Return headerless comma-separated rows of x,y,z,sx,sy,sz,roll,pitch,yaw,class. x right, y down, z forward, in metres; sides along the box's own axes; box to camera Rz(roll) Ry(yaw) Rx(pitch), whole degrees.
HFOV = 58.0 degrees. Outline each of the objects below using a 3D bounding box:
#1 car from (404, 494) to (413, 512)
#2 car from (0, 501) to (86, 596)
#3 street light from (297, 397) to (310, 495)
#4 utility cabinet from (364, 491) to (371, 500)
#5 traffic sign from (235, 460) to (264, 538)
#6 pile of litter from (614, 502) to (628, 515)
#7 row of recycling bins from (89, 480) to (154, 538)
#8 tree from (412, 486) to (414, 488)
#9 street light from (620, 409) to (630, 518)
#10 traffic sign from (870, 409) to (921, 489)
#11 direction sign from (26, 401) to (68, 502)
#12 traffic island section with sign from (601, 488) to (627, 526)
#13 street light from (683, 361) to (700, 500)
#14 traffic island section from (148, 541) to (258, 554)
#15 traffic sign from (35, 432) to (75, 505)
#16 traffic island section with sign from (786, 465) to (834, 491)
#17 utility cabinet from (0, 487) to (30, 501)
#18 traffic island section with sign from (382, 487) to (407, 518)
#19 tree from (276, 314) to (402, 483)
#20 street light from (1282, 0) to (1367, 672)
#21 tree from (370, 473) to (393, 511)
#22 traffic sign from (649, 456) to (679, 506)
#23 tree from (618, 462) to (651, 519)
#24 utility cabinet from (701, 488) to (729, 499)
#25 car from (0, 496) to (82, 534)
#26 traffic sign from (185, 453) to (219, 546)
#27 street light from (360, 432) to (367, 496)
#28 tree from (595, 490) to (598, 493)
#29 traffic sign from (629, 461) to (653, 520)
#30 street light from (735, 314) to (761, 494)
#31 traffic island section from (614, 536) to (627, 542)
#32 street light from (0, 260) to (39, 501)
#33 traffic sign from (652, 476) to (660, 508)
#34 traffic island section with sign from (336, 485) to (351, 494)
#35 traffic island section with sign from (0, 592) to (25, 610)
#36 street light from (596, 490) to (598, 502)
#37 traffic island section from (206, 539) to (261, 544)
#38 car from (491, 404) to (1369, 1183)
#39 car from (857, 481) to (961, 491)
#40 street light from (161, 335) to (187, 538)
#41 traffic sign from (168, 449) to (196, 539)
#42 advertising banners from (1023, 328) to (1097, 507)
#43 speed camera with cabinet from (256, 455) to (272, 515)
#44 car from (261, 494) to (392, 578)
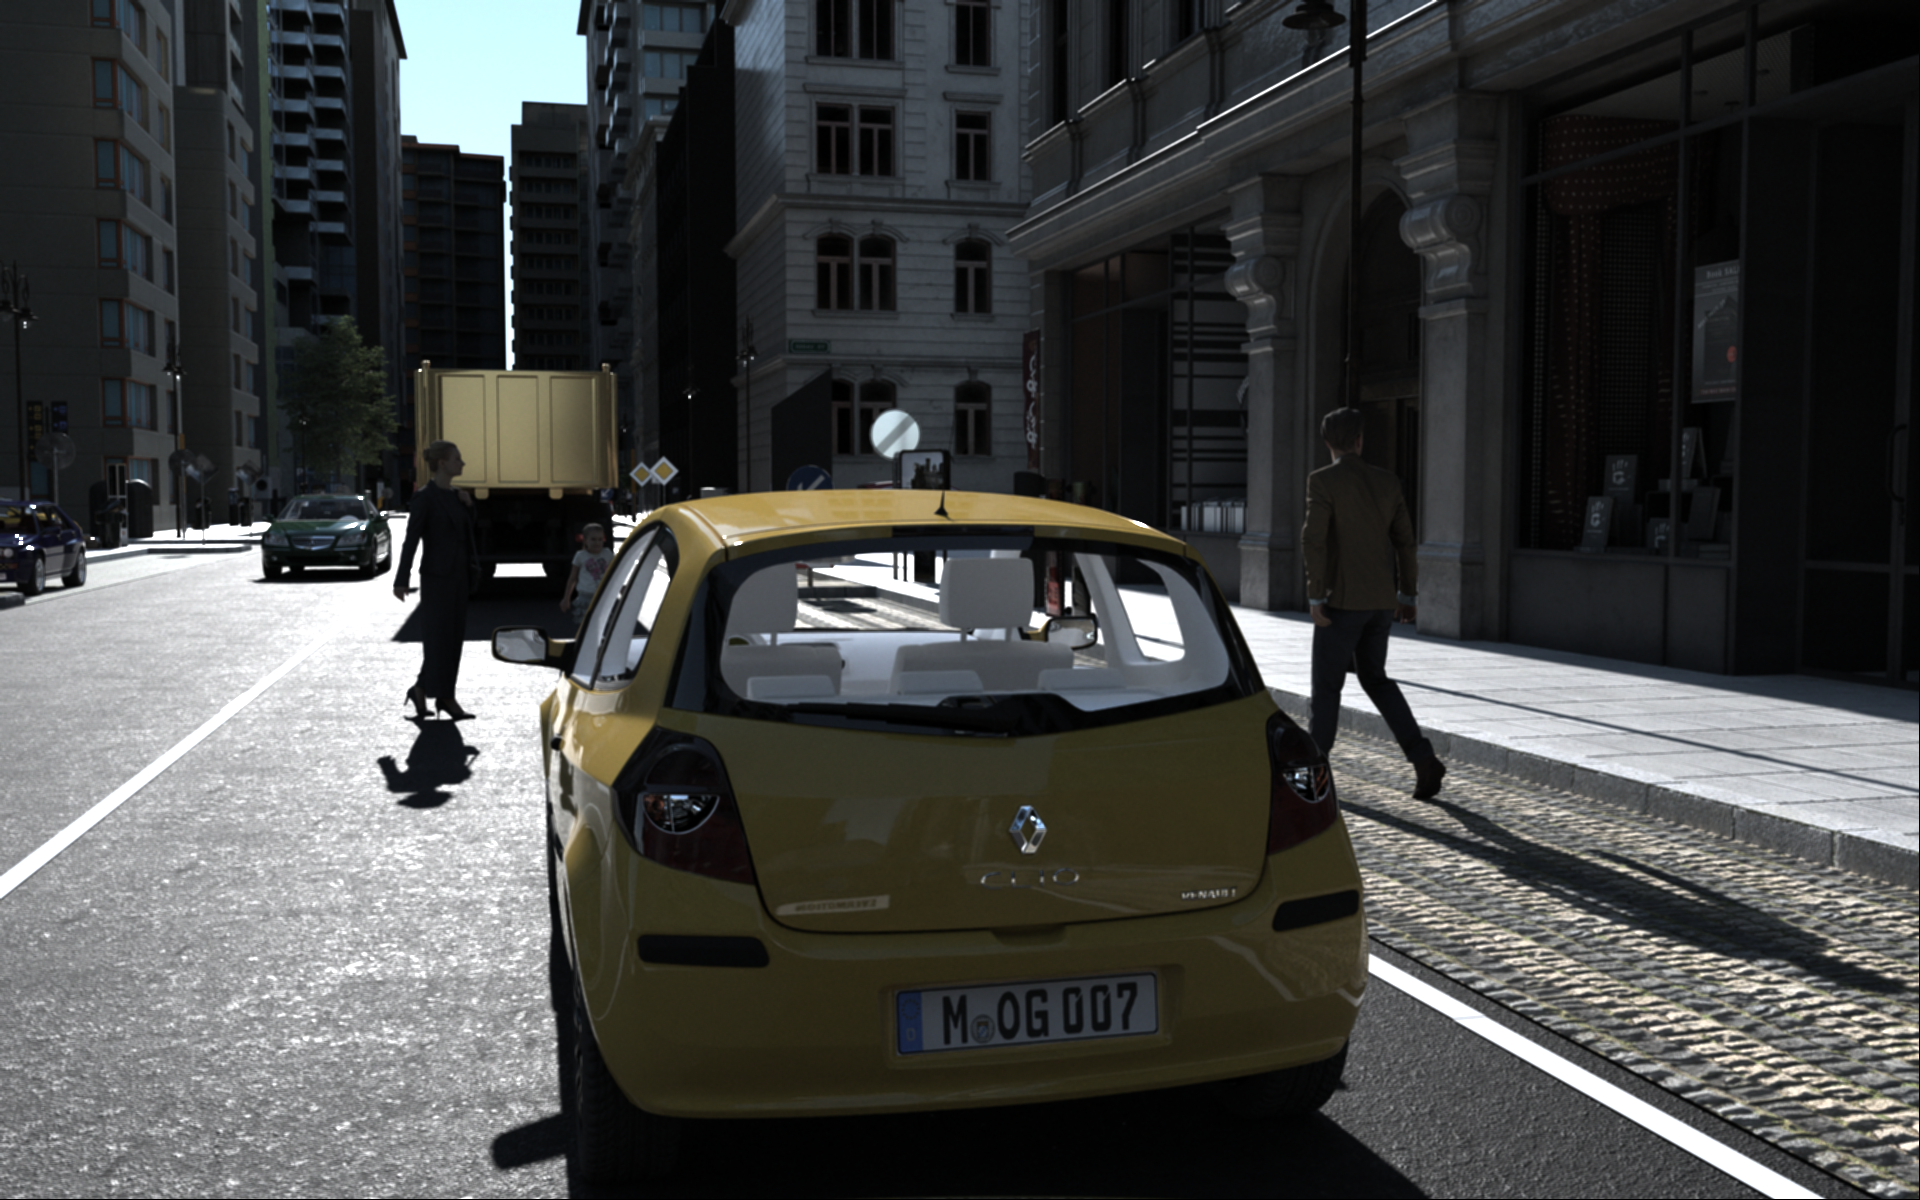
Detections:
-42.993,-7.801,137.334,2.009,1.686,4.222,-1,4,-14,car
-14.046,-0.775,25.251,1.945,1.354,3.894,-1,4,-15,car
-31.234,-6.706,82.430,0.468,5.910,1.993,-1,4,-14,street light
-41.079,-6.819,120.166,0.318,1.500,1.173,-1,4,-9,utility cabinet
-20.659,-2.861,50.416,0.795,2.450,0.064,-1,4,-14,traffic sign
-20.622,-5.564,104.930,1.719,0.858,1.176,1,4,18,pile of litter
-24.994,-2.714,51.494,1.069,1.692,3.534,-3,5,-43,row of recycling bins
-57.336,-11.612,184.463,1.663,3.219,1.824,0,3,0,tree
-17.884,-7.327,92.578,0.468,5.910,1.993,-1,4,-14,street light
-0.966,-1.579,25.918,0.768,2.556,0.104,0,4,-7,traffic sign
-22.189,-3.070,42.191,0.876,3.537,0.379,-2,4,-25,direction sign
-15.907,-4.188,77.101,1.989,1.847,2.006,-1,4,-14,traffic island section with sign
-9.307,-5.340,60.096,0.468,5.910,1.993,-1,4,-14,street light
-18.682,-1.251,42.740,2.009,0.180,2.903,-1,4,-14,traffic island section
-18.601,-2.173,35.634,0.768,2.556,0.104,-1,4,-13,traffic sign
-2.351,-0.978,24.613,1.989,1.847,2.006,-1,4,-14,traffic island section with sign
-29.752,-2.784,54.197,1.173,1.500,0.318,0,4,1,utility cabinet
-33.687,-5.716,102.089,1.989,1.847,2.006,-1,4,-14,traffic island section with sign
-39.266,-11.691,109.268,7.486,12.596,7.792,0,3,0,tree
2.821,-2.421,12.368,0.468,5.910,1.993,-1,4,-14,street light
-45.277,-8.621,135.553,1.663,3.219,1.824,0,3,0,tree
-7.768,-2.558,45.467,0.795,2.450,0.064,-1,4,-14,traffic sign
-16.987,-5.873,90.628,1.663,3.219,1.824,0,3,0,tree
-8.938,-3.326,63.052,1.173,1.500,0.318,3,4,39,utility cabinet
-24.512,-2.062,43.940,3.980,1.641,2.015,-1,4,-15,car
-18.661,-2.388,42.684,0.795,2.450,0.064,-1,4,-14,traffic sign
-39.525,-8.697,114.989,0.468,5.910,1.993,-1,4,-14,street light
-29.166,-8.713,137.052,1.663,3.219,1.824,0,3,0,tree
-9.766,-3.031,53.199,0.795,2.450,0.064,-1,4,-14,traffic sign
-5.465,-4.399,44.717,0.468,5.910,1.993,-1,4,-14,street light
-9.745,-1.896,53.282,2.009,0.180,2.903,-1,4,-14,traffic island section
-18.657,-3.766,34.366,0.468,5.910,1.993,-1,4,-14,street light
-11.948,-4.079,68.821,0.606,2.300,0.079,-1,4,-13,traffic sign
-26.810,-4.088,75.461,1.989,1.847,2.006,-1,4,-14,traffic island section with sign
-12.899,-0.792,21.582,1.989,1.847,2.006,-1,4,-14,traffic island section with sign
-26.297,-9.328,125.304,0.468,5.910,1.993,-1,4,-14,street light
-20.680,-1.724,50.472,2.009,0.180,2.903,-1,4,-14,traffic island section
-0.359,0.309,5.176,2.015,1.641,3.980,-1,4,-15,car
-0.814,-2.540,50.208,5.304,1.827,2.281,-1,4,-16,car
-22.819,-4.748,50.417,0.468,5.910,1.993,-1,4,-14,street light
-22.124,-3.010,49.313,0.768,2.556,0.104,-1,4,-9,traffic sign
0.995,-1.326,17.874,0.090,3.025,2.074,-1,4,-17,advertising banners
-36.053,-5.725,87.935,2.038,3.252,0.660,0,4,-3,speed camera with cabinet
-11.377,-1.193,31.302,2.131,1.459,4.920,-1,4,-13,car
